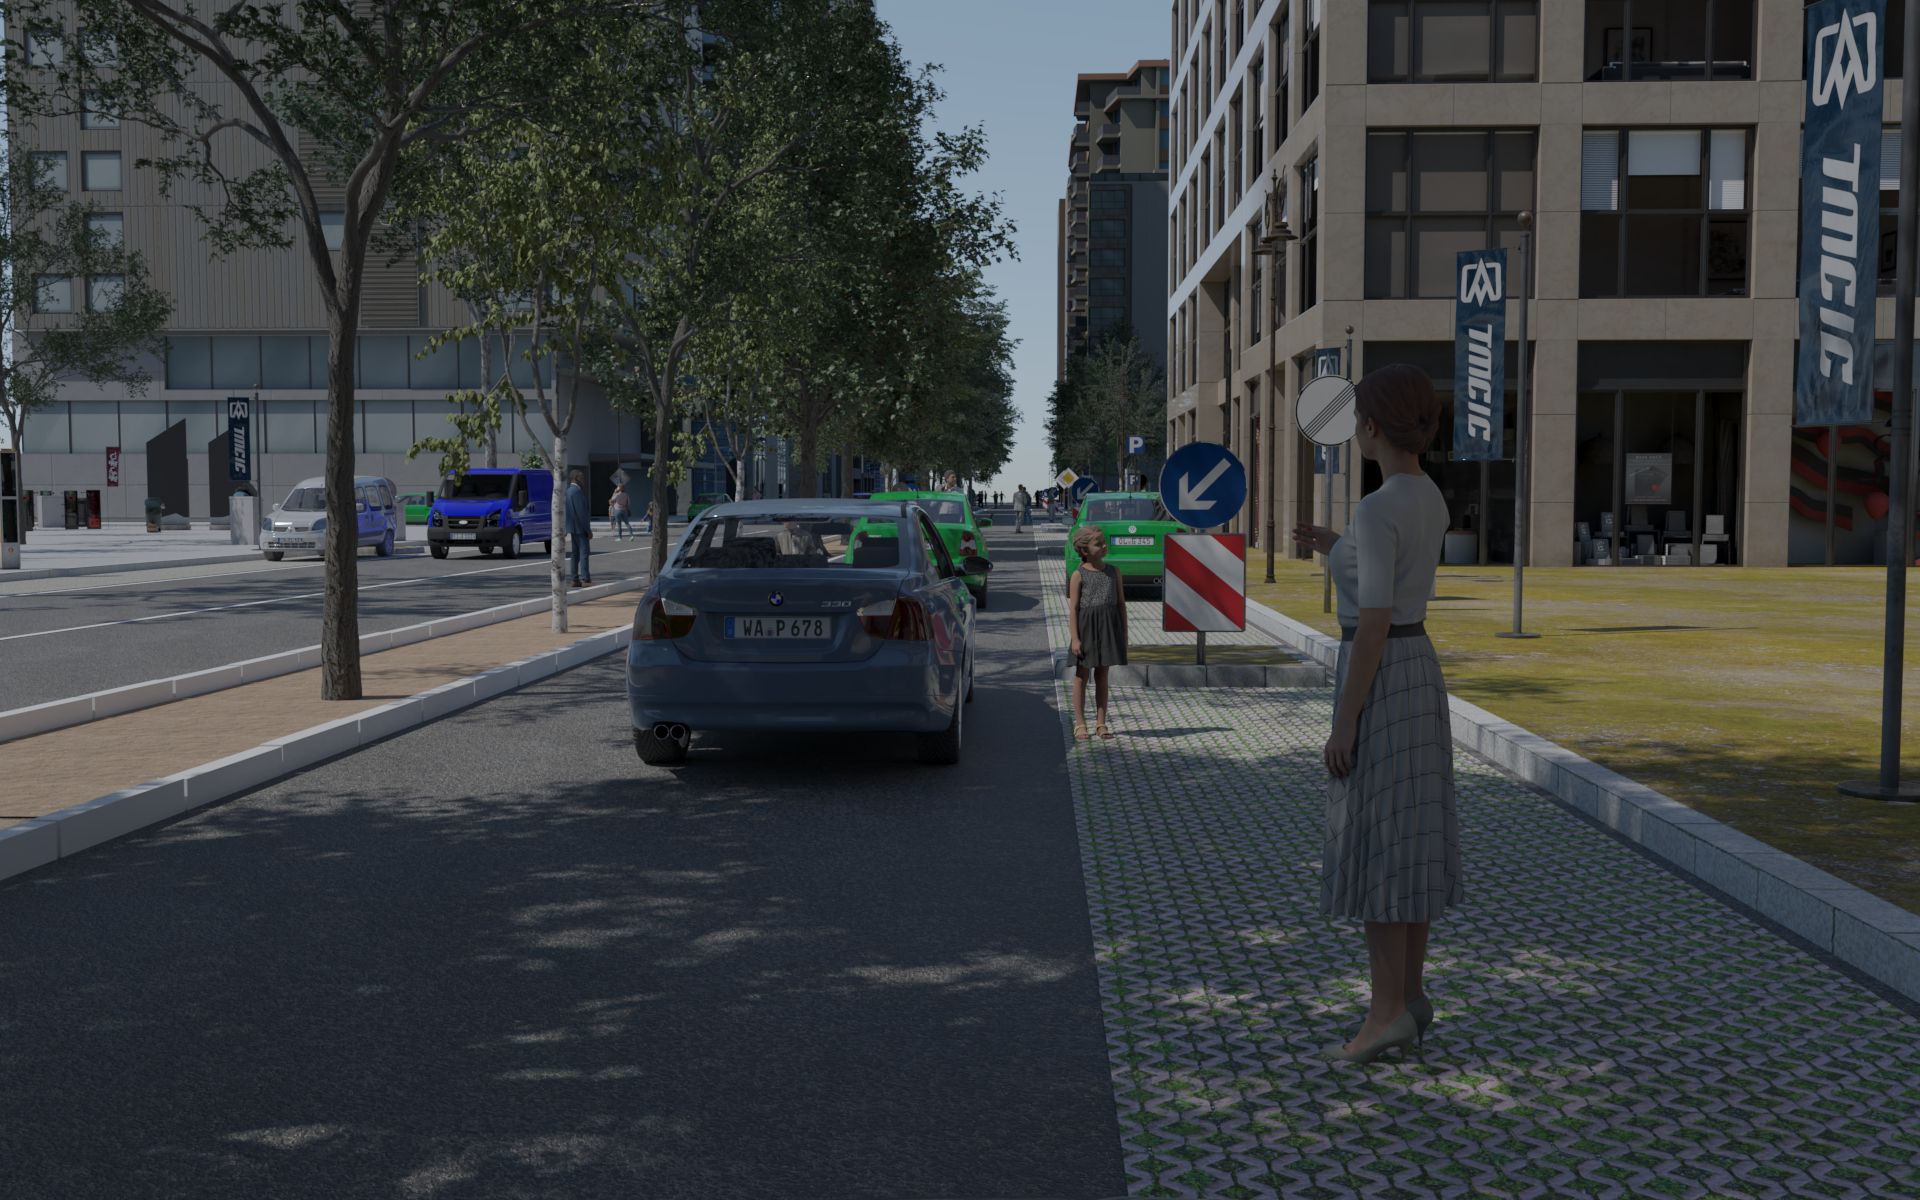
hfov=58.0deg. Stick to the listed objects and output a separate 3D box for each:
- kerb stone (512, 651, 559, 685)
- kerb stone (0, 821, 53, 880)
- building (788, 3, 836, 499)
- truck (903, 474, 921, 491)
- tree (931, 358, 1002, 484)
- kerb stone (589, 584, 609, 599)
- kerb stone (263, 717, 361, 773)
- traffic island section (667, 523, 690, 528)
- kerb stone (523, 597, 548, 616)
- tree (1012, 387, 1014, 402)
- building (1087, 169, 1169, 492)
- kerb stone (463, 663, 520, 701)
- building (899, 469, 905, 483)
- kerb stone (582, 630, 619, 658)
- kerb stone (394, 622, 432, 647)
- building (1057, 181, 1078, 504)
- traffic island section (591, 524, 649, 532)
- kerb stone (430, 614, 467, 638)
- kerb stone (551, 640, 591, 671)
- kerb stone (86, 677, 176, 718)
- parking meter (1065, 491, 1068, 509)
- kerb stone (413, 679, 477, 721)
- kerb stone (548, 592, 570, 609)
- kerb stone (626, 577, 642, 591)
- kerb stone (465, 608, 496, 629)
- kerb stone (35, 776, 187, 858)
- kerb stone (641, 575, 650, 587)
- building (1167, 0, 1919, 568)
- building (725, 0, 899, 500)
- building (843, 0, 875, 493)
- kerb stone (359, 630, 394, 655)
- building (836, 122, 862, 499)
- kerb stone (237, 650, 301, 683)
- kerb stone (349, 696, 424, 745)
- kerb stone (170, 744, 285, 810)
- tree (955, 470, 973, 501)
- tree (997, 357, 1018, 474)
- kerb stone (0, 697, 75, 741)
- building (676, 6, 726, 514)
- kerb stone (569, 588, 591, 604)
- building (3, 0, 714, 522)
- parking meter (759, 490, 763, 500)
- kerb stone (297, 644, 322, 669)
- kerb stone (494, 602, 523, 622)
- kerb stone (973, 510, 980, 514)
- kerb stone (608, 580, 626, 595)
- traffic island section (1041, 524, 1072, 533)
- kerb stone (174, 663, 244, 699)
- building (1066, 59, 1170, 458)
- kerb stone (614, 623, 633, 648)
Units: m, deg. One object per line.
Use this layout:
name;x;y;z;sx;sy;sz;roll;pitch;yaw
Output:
kerb stone;-3.336;0.534;13.462;0.120;0.150;1.000;0;4;2
kerb stone;-3.623;0.975;6.299;0.120;0.150;1.000;0;4;2
building;-23.777;-37.989;163.120;21.231;58.520;28.212;0;4;2
truck;-4.634;-12.461;193.490;2.967;4.110;18.799;0;4;0
tree;-0.808;-10.873;105.993;9.928;11.665;9.643;0;3;0
kerb stone;-5.035;-0.098;23.792;0.120;0.150;1.000;0;4;2
kerb stone;-3.506;0.785;9.366;0.120;0.150;1.000;0;4;2
traffic island section;-12.690;-3.174;74.177;2.009;0.180;2.903;0;4;2
kerb stone;-5.150;0.093;20.704;0.120;0.150;1.000;0;4;2
tree;-1.488;-9.336;89.505;8.767;10.594;7.601;0;4;2
building;18.596;-23.635;158.130;14.160;30.474;14.107;0;4;2
kerb stone;-3.383;0.597;12.438;0.120;0.150;1.000;0;4;2
building;-21.168;-26.626;280.366;27.650;21.520;28.899;0;4;2
kerb stone;-3.260;0.409;15.511;0.120;0.150;1.000;0;4;2
kerb stone;-5.320;0.350;16.602;0.120;0.150;1.000;0;4;2
building;21.293;-36.981;254.750;14.600;45.320;14.200;0;4;2
traffic island section;-13.006;-2.686;66.198;2.009;0.180;2.903;0;4;2
kerb stone;-5.273;0.280;17.634;0.120;0.150;1.000;0;4;2
kerb stone;-3.293;0.474;14.489;0.120;0.150;1.000;0;4;2
kerb stone;-5.522;0.657;11.477;0.120;0.150;1.000;0;4;2
parking meter;9.123;-8.521;147.730;0.372;1.533;0.369;0;3;0
kerb stone;-3.420;0.664;11.409;0.120;0.150;1.000;0;4;2
kerb stone;-5.117;0.035;21.735;0.120;0.150;1.000;0;4;2
kerb stone;-4.956;-0.220;25.841;0.120;0.150;1.000;0;4;2
kerb stone;-5.239;0.222;18.657;0.120;0.150;1.000;0;4;2
kerb stone;-3.581;0.910;7.320;0.120;0.150;1.000;0;4;2
kerb stone;-4.907;-0.285;26.863;0.120;0.150;1.000;0;4;2
building;16.603;-14.788;46.298;19.350;26.468;34.151;0;4;2
building;-19.642;-57.195;247.813;22.319;86.520;31.000;0;4;2
building;-20.989;-47.177;209.596;20.563;71.187;20.611;0;4;2
kerb stone;-5.359;0.406;15.576;0.120;0.150;1.000;0;4;2
building;-22.407;-34.562;188.782;21.300;48.544;21.600;0;4;2
kerb stone;-5.436;0.532;13.529;0.120;0.150;1.000;0;4;2
kerb stone;-3.464;0.727;10.388;0.120;0.150;1.000;0;4;2
kerb stone;-3.539;0.853;8.345;0.120;0.150;1.000;0;4;2
tree;0.585;-11.344;138.289;4.737;8.622;4.395;0;3;0
tree;0.016;-11.900;115.149;7.486;12.596;7.792;0;3;0
kerb stone;-5.565;0.720;10.453;0.120;0.150;1.000;0;4;2
building;-23.877;-49.681;124.958;22.319;86.520;31.000;0;4;2
kerb stone;-5.070;-0.035;22.770;0.120;0.150;1.000;0;4;2
building;-28.563;-30.564;88.967;28.713;52.752;27.495;0;4;2
parking meter;-12.867;-6.291;111.275;0.372;1.533;0.369;0;3;0
kerb stone;-5.401;0.468;14.550;0.120;0.150;1.000;0;4;2
kerb stone;-5.196;0.154;19.678;0.120;0.150;1.000;0;4;2
kerb stone;1.266;-6.580;129.772;0.120;0.150;1.000;0;4;2
kerb stone;-4.992;-0.160;24.813;0.120;0.150;1.000;0;4;2
traffic island section;4.122;-2.644;65.517;2.009;0.180;2.903;0;4;2
kerb stone;-5.475;0.599;12.505;0.120;0.150;1.000;0;4;2
building;22.731;-32.077;179.076;22.147;44.769;28.867;0;4;2
kerb stone;-3.215;0.346;16.537;0.120;0.150;1.000;0;4;2
